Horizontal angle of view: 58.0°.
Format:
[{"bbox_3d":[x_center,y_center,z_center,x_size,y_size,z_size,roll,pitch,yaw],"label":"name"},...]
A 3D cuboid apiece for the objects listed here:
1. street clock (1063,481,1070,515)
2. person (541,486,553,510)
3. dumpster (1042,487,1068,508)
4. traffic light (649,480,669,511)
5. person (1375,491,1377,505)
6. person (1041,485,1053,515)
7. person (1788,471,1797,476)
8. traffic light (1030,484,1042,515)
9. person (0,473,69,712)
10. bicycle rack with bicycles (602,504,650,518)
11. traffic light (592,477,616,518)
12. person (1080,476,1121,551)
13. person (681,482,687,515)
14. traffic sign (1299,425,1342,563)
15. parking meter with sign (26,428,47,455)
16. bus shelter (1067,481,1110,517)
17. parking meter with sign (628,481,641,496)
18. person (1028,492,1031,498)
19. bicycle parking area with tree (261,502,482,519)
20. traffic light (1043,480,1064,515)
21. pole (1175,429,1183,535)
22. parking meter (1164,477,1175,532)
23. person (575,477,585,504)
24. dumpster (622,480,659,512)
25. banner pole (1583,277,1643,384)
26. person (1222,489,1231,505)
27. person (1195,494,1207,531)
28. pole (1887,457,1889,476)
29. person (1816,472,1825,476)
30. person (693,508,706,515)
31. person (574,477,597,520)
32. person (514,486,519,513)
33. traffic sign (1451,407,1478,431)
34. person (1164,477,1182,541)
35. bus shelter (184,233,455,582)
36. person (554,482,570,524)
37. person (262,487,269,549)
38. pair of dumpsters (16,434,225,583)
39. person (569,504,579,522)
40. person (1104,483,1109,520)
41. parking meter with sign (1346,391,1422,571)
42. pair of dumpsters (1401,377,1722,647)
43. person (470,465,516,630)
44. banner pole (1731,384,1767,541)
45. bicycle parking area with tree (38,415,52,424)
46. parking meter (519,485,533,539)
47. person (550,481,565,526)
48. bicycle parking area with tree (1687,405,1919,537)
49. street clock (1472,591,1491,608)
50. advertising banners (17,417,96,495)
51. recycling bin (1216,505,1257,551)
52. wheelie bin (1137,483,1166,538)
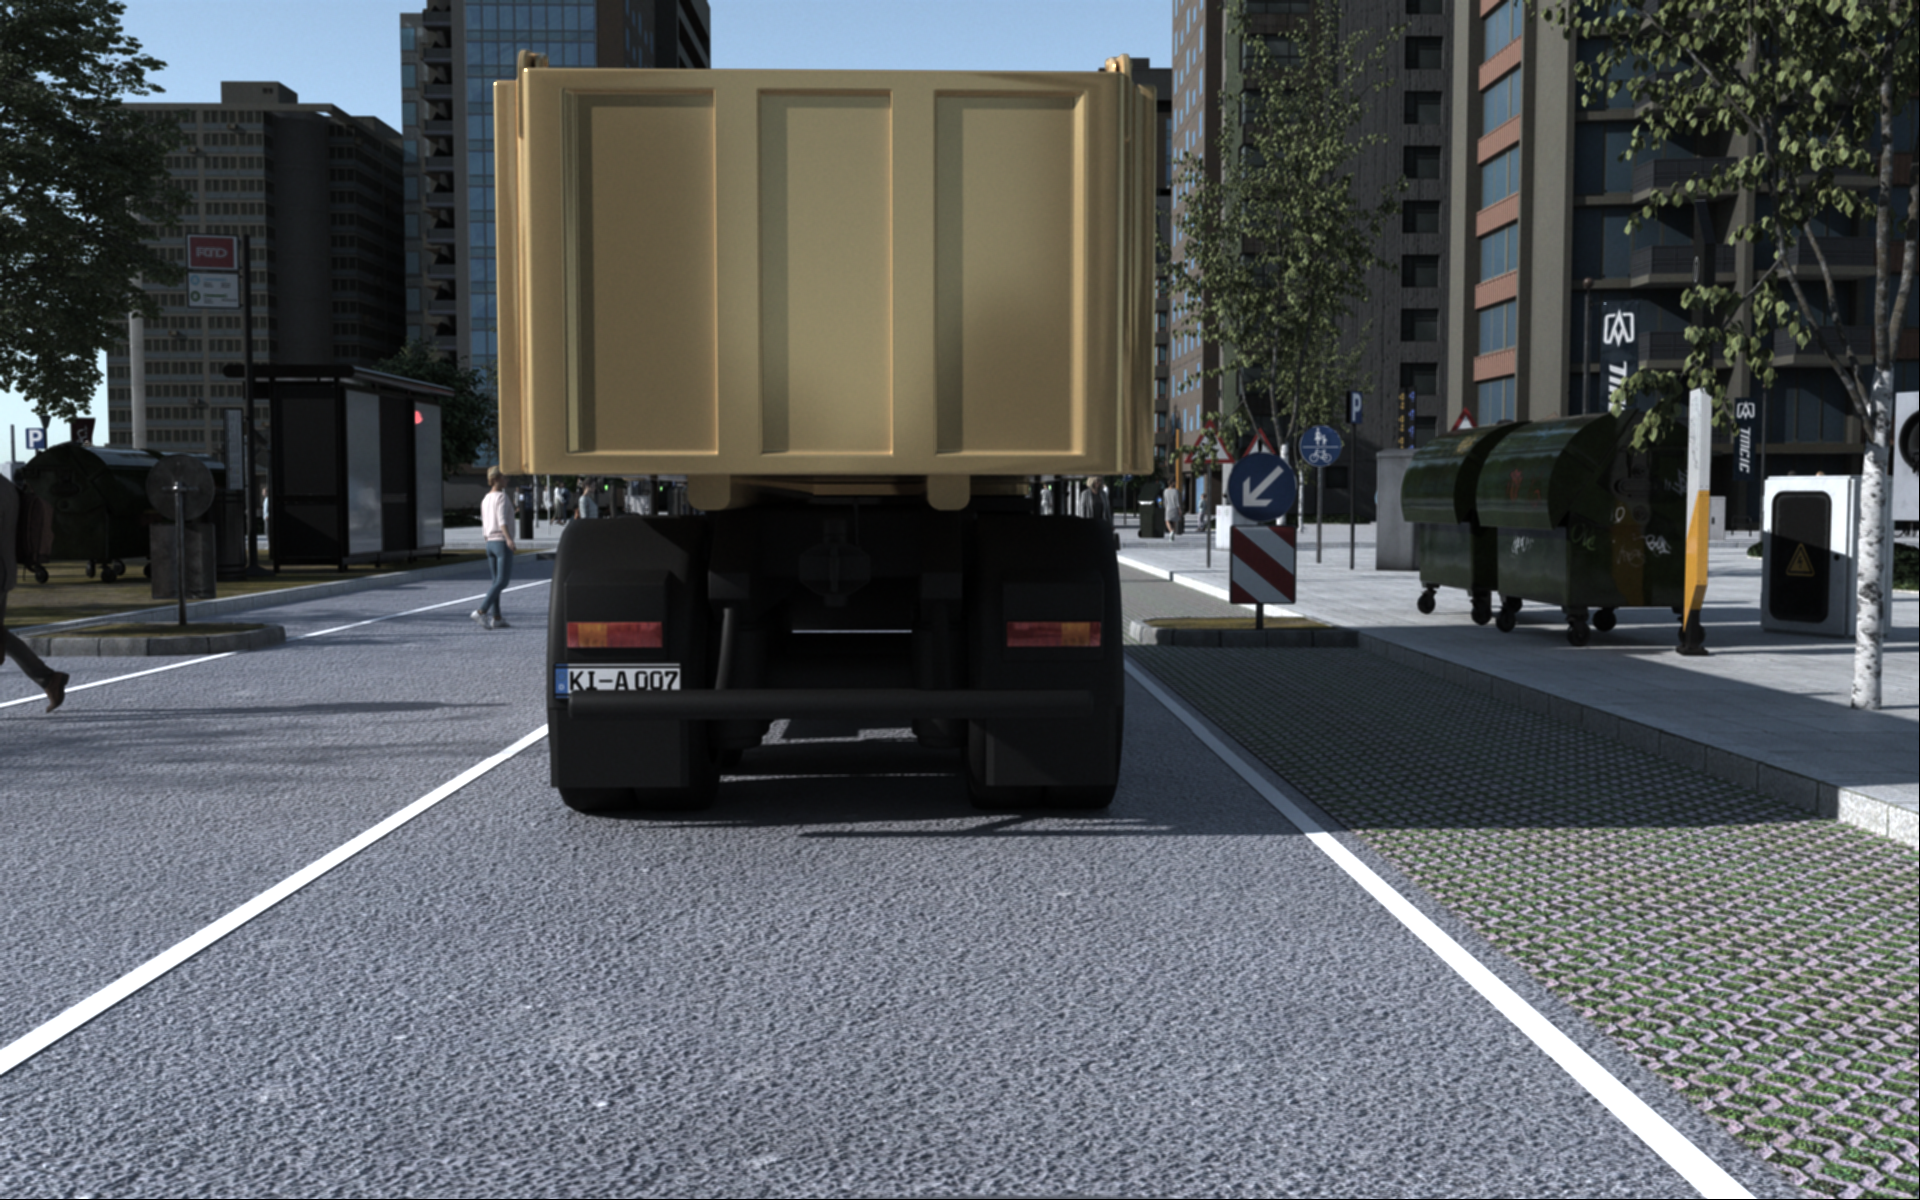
[{"bbox_3d":[3.644,-3.399,60.136,0.358,2.002,0.471,0,4,8],"label":"street clock"},{"bbox_3d":[-25.262,-6.096,106.073,0.694,1.780,0.624,2,4,24],"label":"person"},{"bbox_3d":[4.913,-4.919,86.180,1.264,1.857,1.865,0,4,-1],"label":"dumpster"},{"bbox_3d":[-8.330,-3.546,46.905,0.839,4.253,0.868,0,4,-1],"label":"traffic light"},{"bbox_3d":[16.607,-3.783,68.244,0.601,1.785,0.444,-1,4,-12],"label":"person"},{"bbox_3d":[3.633,-4.132,73.955,0.694,1.780,0.624,1,4,10],"label":"person"},{"bbox_3d":[18.892,-2.034,39.403,0.391,1.810,0.635,-1,4,-13],"label":"person"},{"bbox_3d":[2.130,-3.559,47.103,0.839,4.253,0.868,0,4,-1],"label":"traffic light"},{"bbox_3d":[-6.129,-0.156,11.012,0.822,1.834,0.622,-2,4,-32],"label":"person"},{"bbox_3d":[-11.992,-2.909,60.943,2.925,0.926,2.852,-1,4,-8],"label":"bicycle rack with bicycles"},{"bbox_3d":[-8.190,-3.058,38.921,0.839,4.253,0.868,0,4,-1],"label":"traffic light"},{"bbox_3d":[2.242,-1.191,28.148,0.709,1.800,0.728,-1,4,-23],"label":"person"},{"bbox_3d":[-10.596,-3.742,67.128,0.656,1.842,0.836,2,4,29],"label":"person"},{"bbox_3d":[6.671,-1.958,32.118,0.768,2.556,0.104,0,4,7],"label":"traffic sign"},{"bbox_3d":[-24.333,-3.087,46.735,0.543,3.016,1.738,0,4,8],"label":"parking meter with sign"},{"bbox_3d":[5.234,-5.553,68.427,2.179,5.291,8.768,0,4,-1],"label":"bus shelter"},{"bbox_3d":[-12.831,-4.410,68.360,0.543,3.016,1.738,-1,4,-23],"label":"parking meter with sign"},{"bbox_3d":[4.176,-6.161,106.882,0.679,1.850,0.850,1,4,12],"label":"person"},{"bbox_3d":[-24.638,-5.364,74.708,8.231,4.147,9.016,2,4,33],"label":"bicycle parking area with tree"},{"bbox_3d":[2.270,-3.070,39.119,0.839,4.253,0.868,0,4,-1],"label":"traffic light"},{"bbox_3d":[6.875,-3.699,54.326,0.158,3.312,0.155,0,3,0],"label":"pole"},{"bbox_3d":[7.132,-3.239,58.666,0.399,1.863,0.255,-2,4,-34],"label":"parking meter"},{"bbox_3d":[-13.857,-3.527,63.070,0.648,1.900,0.474,2,4,33],"label":"person"},{"bbox_3d":[-12.990,-3.952,70.367,1.264,1.857,1.865,0,4,-1],"label":"dumpster"},{"bbox_3d":[7.408,-1.829,19.929,0.401,3.779,0.863,-3,5,-41],"label":"banner pole"},{"bbox_3d":[10.899,-3.904,70.056,0.661,1.801,0.590,3,5,43],"label":"person"},{"bbox_3d":[8.309,-3.015,59.614,0.394,1.301,0.425,2,4,27],"label":"person"},{"bbox_3d":[25.105,-3.255,47.065,0.158,3.312,0.155,0,3,0],"label":"pole"},{"bbox_3d":[19.064,-1.952,38.309,0.624,1.780,0.694,2,4,24],"label":"person"},{"bbox_3d":[-11.655,-4.044,77.664,1.012,1.151,0.738,-2,4,-34],"label":"person"},{"bbox_3d":[-5.958,-1.122,27.841,0.522,1.701,0.512,0,4,5],"label":"person"},{"bbox_3d":[-25.128,-5.604,98.411,0.760,1.731,0.466,2,4,27],"label":"person"},{"bbox_3d":[7.565,-1.590,25.996,0.884,2.594,0.081,1,4,8],"label":"traffic sign"},{"bbox_3d":[5.755,-2.447,46.804,0.466,1.731,0.760,0,4,-5],"label":"person"},{"bbox_3d":[-10.861,-3.170,29.455,2.179,5.291,8.768,0,4,-1],"label":"bus shelter"},{"bbox_3d":[-17.191,-4.205,74.979,0.721,1.800,0.419,2,4,25],"label":"person"},{"bbox_3d":[-17.512,-2.052,43.865,0.330,1.601,0.589,-1,4,-11],"label":"person"},{"bbox_3d":[-12.816,-1.489,26.841,1.574,2.255,4.437,0,4,-1],"label":"pair of dumpsters"},{"bbox_3d":[-7.241,-1.193,32.687,0.352,1.250,0.332,3,5,42],"label":"person"},{"bbox_3d":[5.274,-3.480,62.811,0.818,1.842,0.514,-2,4,-33],"label":"person"},{"bbox_3d":[7.371,-2.002,28.993,1.738,3.016,0.543,2,4,34],"label":"parking meter with sign"},{"bbox_3d":[5.566,-0.856,16.484,1.574,2.255,4.437,0,4,-1],"label":"pair of dumpsters"},{"bbox_3d":[-4.956,-0.566,18.419,0.731,1.740,0.598,3,4,36],"label":"person"},{"bbox_3d":[18.054,-3.025,39.480,0.863,3.779,0.401,1,4,21],"label":"banner pole"},{"bbox_3d":[-35.776,-4.617,62.484,8.231,4.147,9.016,0,4,7],"label":"bicycle parking area with tree"},{"bbox_3d":[-12.342,-2.499,49.274,0.372,1.533,0.369,0,3,0],"label":"parking meter"},{"bbox_3d":[-16.326,-3.907,70.151,0.641,1.798,0.478,-1,4,-10],"label":"person"},{"bbox_3d":[25.920,-4.149,54.842,8.231,4.147,9.016,1,4,21],"label":"bicycle parking area with tree"},{"bbox_3d":[5.921,-0.919,19.591,0.471,2.002,0.358,1,4,10],"label":"street clock"},{"bbox_3d":[-20.762,-2.643,39.398,2.074,3.025,0.090,-1,4,-17],"label":"advertising banners"},{"bbox_3d":[6.305,-1.645,39.446,0.722,1.027,0.722,-1,4,-22],"label":"recycling bin"},{"bbox_3d":[5.617,-2.614,50.652,0.980,1.594,0.693,3,5,45],"label":"wheelie bin"}]
